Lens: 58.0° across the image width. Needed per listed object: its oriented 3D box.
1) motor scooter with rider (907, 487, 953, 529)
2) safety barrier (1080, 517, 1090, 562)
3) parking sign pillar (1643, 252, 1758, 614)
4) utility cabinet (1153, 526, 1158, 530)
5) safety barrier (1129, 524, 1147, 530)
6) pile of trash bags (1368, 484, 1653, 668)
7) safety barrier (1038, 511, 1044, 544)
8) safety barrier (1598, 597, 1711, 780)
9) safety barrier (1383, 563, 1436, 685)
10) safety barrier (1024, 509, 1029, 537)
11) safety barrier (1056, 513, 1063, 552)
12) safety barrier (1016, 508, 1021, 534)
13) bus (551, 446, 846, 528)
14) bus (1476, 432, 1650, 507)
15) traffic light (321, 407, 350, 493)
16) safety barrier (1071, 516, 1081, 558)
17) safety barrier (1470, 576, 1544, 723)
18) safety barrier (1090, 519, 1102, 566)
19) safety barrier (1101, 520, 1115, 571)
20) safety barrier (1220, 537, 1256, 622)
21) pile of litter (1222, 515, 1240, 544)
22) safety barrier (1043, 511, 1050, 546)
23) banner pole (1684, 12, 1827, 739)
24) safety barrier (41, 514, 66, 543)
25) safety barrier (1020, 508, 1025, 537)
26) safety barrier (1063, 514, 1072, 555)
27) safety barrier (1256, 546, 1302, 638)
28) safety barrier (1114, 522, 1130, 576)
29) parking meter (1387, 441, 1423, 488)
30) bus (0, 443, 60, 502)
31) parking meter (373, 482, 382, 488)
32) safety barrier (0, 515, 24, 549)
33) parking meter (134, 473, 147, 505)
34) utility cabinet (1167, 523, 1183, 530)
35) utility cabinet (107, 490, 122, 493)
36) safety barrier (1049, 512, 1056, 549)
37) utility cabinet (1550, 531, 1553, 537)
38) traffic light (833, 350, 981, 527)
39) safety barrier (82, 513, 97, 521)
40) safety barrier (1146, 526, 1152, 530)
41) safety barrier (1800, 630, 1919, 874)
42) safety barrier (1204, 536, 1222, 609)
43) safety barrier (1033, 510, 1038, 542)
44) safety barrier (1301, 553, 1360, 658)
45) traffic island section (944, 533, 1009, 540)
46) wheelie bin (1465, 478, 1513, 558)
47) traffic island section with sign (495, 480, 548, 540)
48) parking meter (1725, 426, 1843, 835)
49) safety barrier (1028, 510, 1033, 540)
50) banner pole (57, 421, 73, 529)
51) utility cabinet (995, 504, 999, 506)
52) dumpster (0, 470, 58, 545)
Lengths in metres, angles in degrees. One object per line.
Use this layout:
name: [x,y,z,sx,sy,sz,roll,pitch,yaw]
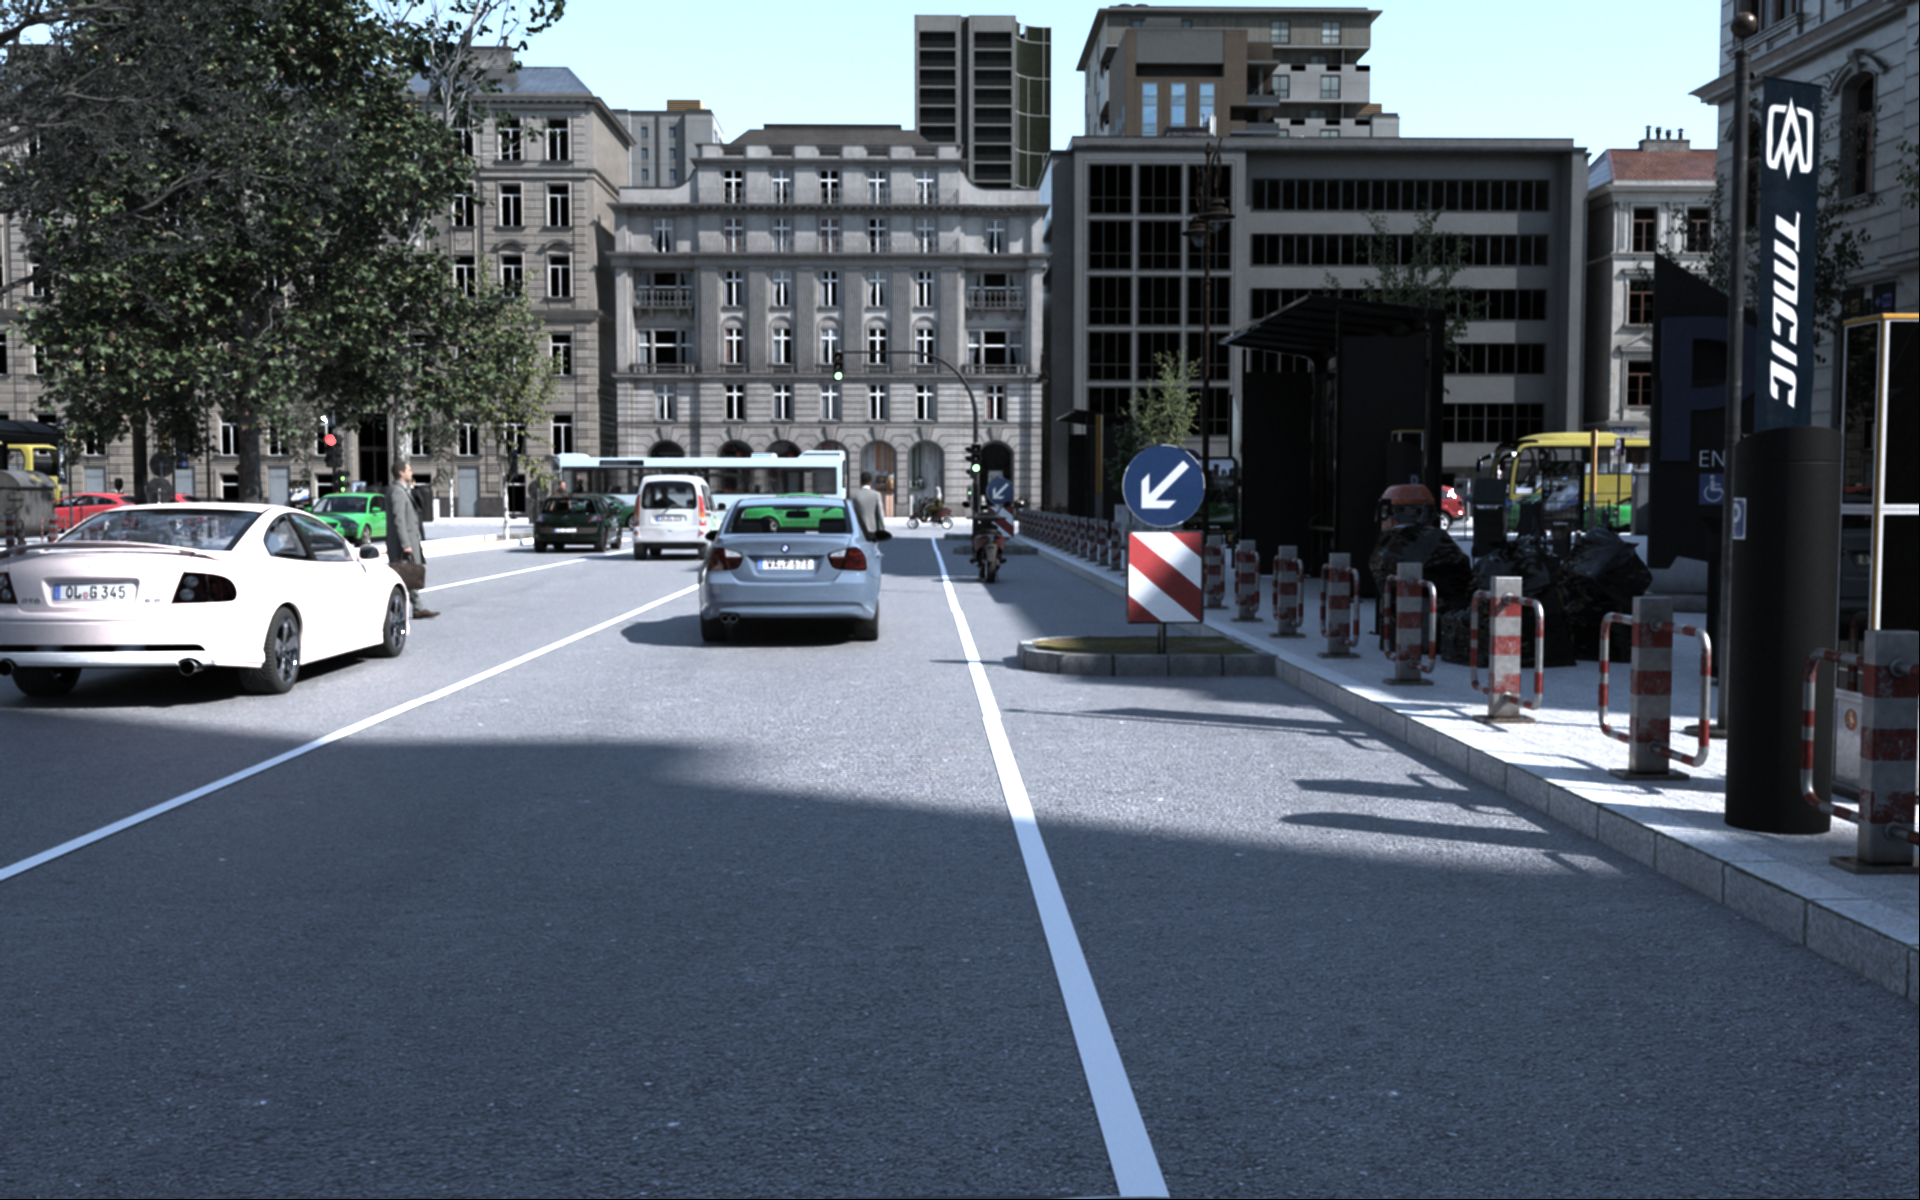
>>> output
motor scooter with rider: [-1.183,-3.823,71.471,1.986,1.779,0.876,0,4,0]
safety barrier: [2.525,-1.136,32.842,0.300,0.817,1.120,0,4,-1]
parking sign pillar: [8.331,-1.875,19.124,1.447,3.967,1.447,1,4,17]
utility cabinet: [4.576,-1.703,36.525,0.318,1.500,1.173,-3,4,-36]
safety barrier: [2.707,-0.665,25.151,0.300,0.817,1.120,0,4,-1]
pile of trash bags: [4.317,-0.289,14.483,1.912,1.369,3.447,-1,4,-11]
safety barrier: [2.249,-1.839,44.348,0.300,0.817,1.120,0,4,-1]
safety barrier: [3.118,0.395,7.818,0.300,0.817,1.120,0,4,-1]
safety barrier: [3.026,0.159,11.674,0.300,0.817,1.120,0,4,-1]
safety barrier: [2.112,-2.193,50.127,0.300,0.817,1.120,0,4,-1]
safety barrier: [2.388,-1.488,38.599,0.300,0.817,1.120,0,4,-1]
safety barrier: [2.019,-2.428,53.971,0.300,0.817,1.120,0,4,-1]
bus: [-11.603,-4.861,74.343,13.247,3.499,2.948,0,4,-1]
bus: [27.228,-4.766,69.466,12.252,3.916,2.896,0,4,-2]
traffic light: [-19.732,-4.022,54.678,0.839,4.253,0.868,0,4,-1]
safety barrier: [2.479,-1.253,34.766,0.300,0.817,1.120,0,4,-1]
safety barrier: [3.068,0.277,9.751,0.300,0.817,1.120,0,4,-1]
safety barrier: [2.567,-1.018,30.925,0.300,0.817,1.120,0,4,-1]
safety barrier: [2.610,-0.900,28.983,0.300,0.817,1.120,0,4,-1]
safety barrier: [2.891,-0.194,17.446,0.300,0.817,1.120,0,4,-1]
pile of litter: [6.893,-1.864,44.434,1.719,0.858,1.176,1,4,15]
safety barrier: [2.291,-1.722,42.431,0.300,0.817,1.120,0,4,-1]
banner pole: [4.280,-1.175,9.222,0.863,3.779,0.401,-2,4,-27]
safety barrier: [-20.896,-1.570,39.938,0.300,0.817,1.120,0,4,-1]
safety barrier: [2.063,-2.311,52.055,0.300,0.817,1.120,0,4,-1]
safety barrier: [2.428,-1.370,36.682,0.300,0.817,1.120,0,4,-1]
safety barrier: [2.936,-0.076,15.520,0.300,0.817,1.120,0,4,-1]
safety barrier: [2.660,-0.782,27.067,0.300,0.817,1.120,0,4,-1]
parking meter: [4.984,-0.839,19.432,0.399,1.863,0.255,-3,5,-44]
bus: [-44.690,-4.975,72.894,12.252,3.916,2.896,0,4,-3]
parking meter: [-27.472,-4.647,81.684,0.399,1.863,0.255,0,4,0]
safety barrier: [-20.848,-1.452,38.021,0.300,0.817,1.120,0,4,-1]
parking meter: [-22.869,-2.609,48.363,0.255,1.863,0.399,-1,4,-14]
utility cabinet: [3.841,-1.228,31.244,0.306,1.237,1.020,0,4,1]
utility cabinet: [-43.551,-4.926,89.219,1.173,1.500,0.318,3,5,44]
safety barrier: [2.342,-1.605,40.515,0.300,0.817,1.120,0,4,-1]
utility cabinet: [17.741,-2.471,51.568,0.306,1.237,1.020,1,4,18]
traffic light: [-1.616,-4.912,54.982,4.771,5.953,1.251,0,4,-1]
safety barrier: [-20.941,-1.688,41.867,0.300,0.817,1.120,0,4,-1]
safety barrier: [2.748,-0.547,23.213,0.300,0.817,1.120,0,4,-1]
safety barrier: [3.165,0.512,5.902,0.300,0.817,1.120,0,4,-1]
safety barrier: [2.842,-0.311,19.363,0.300,0.817,1.120,0,4,-1]
safety barrier: [2.201,-1.957,46.279,0.300,0.817,1.120,0,4,-1]
safety barrier: [2.976,0.042,13.590,0.300,0.817,1.120,0,4,-1]
traffic island section: [0.513,-2.019,55.288,2.009,0.180,2.903,0,4,-1]
wheelie bin: [10.699,-1.657,34.995,0.980,1.594,0.693,2,4,29]
traffic island section with sign: [-13.578,-2.878,55.192,2.006,1.907,1.989,0,4,-1]
parking meter: [3.162,0.107,6.656,0.372,1.533,0.369,0,3,0]
safety barrier: [2.160,-2.075,48.195,0.300,0.817,1.120,0,4,-1]
banner pole: [-27.930,-3.918,54.076,0.401,3.779,0.863,0,4,6]
utility cabinet: [1.995,-4.690,85.358,0.318,1.500,1.173,0,4,-8]
dumpster: [-22.930,-2.216,41.988,1.264,1.857,1.865,0,4,-1]
